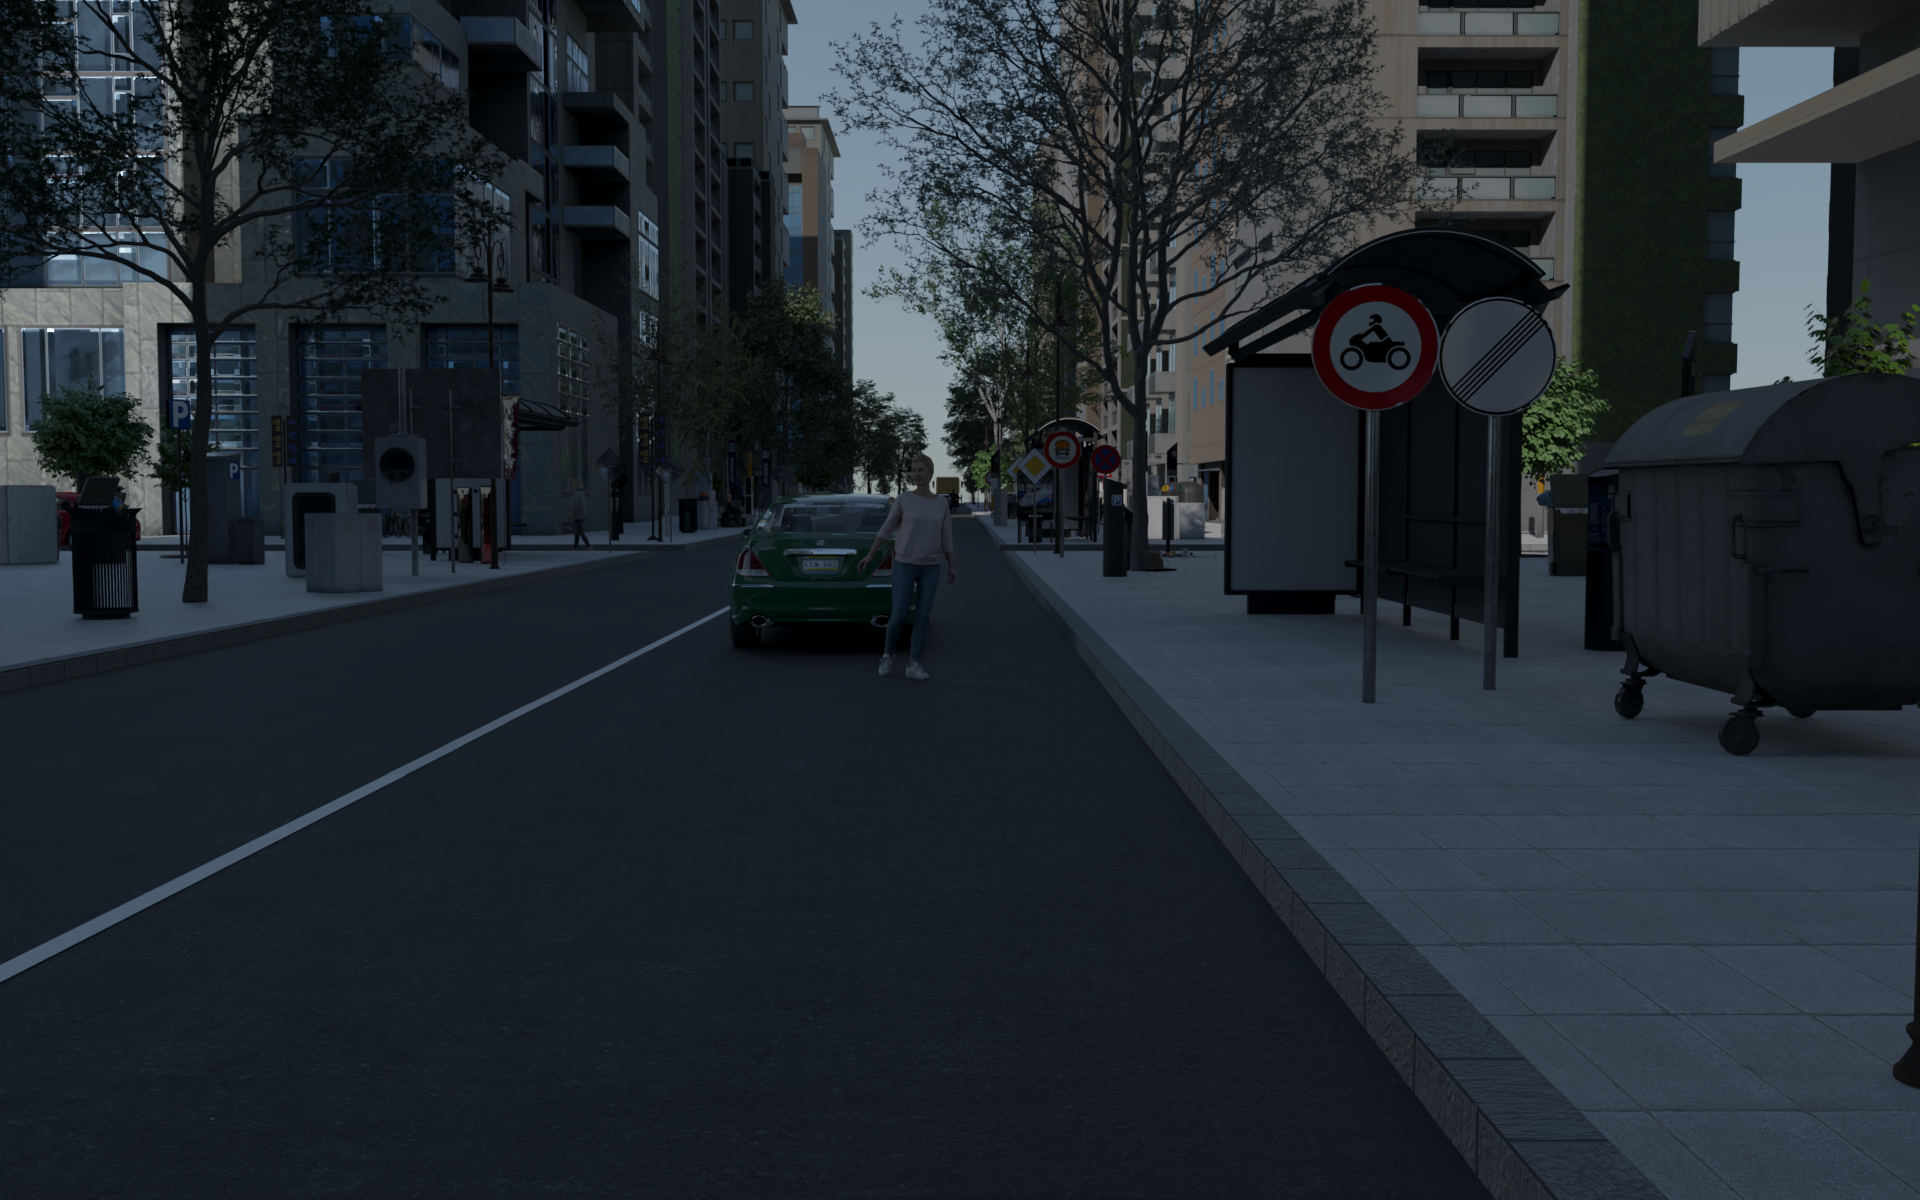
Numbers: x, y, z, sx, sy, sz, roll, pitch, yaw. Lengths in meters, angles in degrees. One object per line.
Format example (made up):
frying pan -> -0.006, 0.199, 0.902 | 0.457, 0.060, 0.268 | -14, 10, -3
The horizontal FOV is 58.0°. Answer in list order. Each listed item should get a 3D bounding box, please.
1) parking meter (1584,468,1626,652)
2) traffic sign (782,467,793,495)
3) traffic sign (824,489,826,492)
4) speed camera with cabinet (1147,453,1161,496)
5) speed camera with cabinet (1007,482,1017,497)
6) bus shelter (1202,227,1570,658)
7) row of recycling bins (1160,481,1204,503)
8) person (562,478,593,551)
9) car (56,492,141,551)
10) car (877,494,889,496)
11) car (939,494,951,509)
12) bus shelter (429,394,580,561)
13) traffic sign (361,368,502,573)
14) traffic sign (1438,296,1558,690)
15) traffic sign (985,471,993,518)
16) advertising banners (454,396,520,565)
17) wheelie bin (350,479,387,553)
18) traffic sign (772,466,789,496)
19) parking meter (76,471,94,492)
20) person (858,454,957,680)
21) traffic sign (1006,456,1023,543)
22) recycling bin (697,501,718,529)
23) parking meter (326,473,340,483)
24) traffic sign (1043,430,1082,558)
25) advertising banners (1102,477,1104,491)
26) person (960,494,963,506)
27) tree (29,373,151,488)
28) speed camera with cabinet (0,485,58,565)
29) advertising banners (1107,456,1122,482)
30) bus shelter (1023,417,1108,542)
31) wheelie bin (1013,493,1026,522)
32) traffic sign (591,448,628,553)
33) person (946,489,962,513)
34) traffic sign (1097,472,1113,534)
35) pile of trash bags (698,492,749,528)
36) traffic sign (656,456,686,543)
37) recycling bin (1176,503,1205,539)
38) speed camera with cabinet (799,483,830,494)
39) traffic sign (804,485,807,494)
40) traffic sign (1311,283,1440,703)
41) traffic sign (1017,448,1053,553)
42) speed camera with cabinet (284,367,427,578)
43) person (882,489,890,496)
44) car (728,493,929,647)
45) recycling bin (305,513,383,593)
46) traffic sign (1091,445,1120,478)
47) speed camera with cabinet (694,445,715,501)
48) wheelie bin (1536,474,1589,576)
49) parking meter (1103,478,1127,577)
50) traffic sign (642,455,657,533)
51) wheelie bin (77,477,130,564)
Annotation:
parking meter -> 5.347, -0.357, 14.243 | 0.372, 1.533, 0.369 | 0, 3, 0
traffic sign -> -8.276, -5.012, 82.049 | 0.768, 2.556, 0.104 | 0, 4, 2
traffic sign -> -9.358, -7.337, 120.058 | 0.768, 2.556, 0.104 | 0, 4, 5
speed camera with cabinet -> 9.813, -5.546, 85.010 | 2.038, 3.252, 0.660 | -3, 4, -36
speed camera with cabinet -> 3.543, -7.409, 115.466 | 0.660, 3.252, 2.038 | 3, 5, 45
bus shelter -> 3.606, -1.345, 15.920 | 2.014, 3.302, 5.546 | 0, 3, 0
row of recycling bins -> 7.341, -3.053, 57.024 | 1.069, 1.692, 3.534 | 0, 4, -4
person -> -8.933, -1.945, 40.489 | 0.728, 1.800, 0.709 | 1, 4, 11
car -> -22.062, -1.983, 41.464 | 4.494, 1.783, 2.155 | 0, 4, 0
car -> -5.446, -6.398, 116.412 | 2.131, 1.459, 4.920 | 0, 4, 0
car -> -1.609, -9.581, 168.653 | 2.014, 1.417, 4.499 | 0, 4, 1
bus shelter -> -9.416, -2.552, 35.651 | 2.014, 3.302, 5.546 | 0, 4, 0
traffic sign -> -8.576, -2.095, 28.122 | 2.265, 3.308, 0.079 | 0, 4, 1
traffic sign -> 3.475, -0.684, 11.290 | 0.768, 2.556, 0.104 | 0, 4, 1
traffic sign -> 1.732, -5.716, 93.558 | 0.768, 2.556, 0.104 | 0, 4, 5
advertising banners -> -8.633, -2.166, 31.610 | 2.074, 3.025, 0.090 | 3, 5, 41
wheelie bin -> -12.778, -1.793, 37.218 | 0.980, 1.594, 0.693 | -1, 4, -14
traffic sign -> -8.028, -4.727, 77.385 | 0.768, 2.556, 0.104 | 0, 4, 6
parking meter -> -22.548, -2.385, 44.701 | 0.399, 1.863, 0.255 | -3, 5, -45
person -> -0.455, -0.264, 13.493 | 0.731, 1.740, 0.598 | -2, 4, -27
traffic sign -> 1.599, -2.558, 45.473 | 0.795, 2.450, 0.064 | 0, 3, 0
recycling bin -> -9.330, -3.095, 63.160 | 0.722, 1.027, 0.722 | 3, 4, 37
parking meter -> -17.122, -2.545, 47.327 | 0.255, 1.863, 0.399 | -3, 5, -43
traffic sign -> 2.053, -2.121, 34.791 | 0.768, 2.556, 0.104 | 0, 4, 2
advertising banners -> 8.786, -7.104, 112.339 | 2.074, 3.025, 0.090 | -1, 4, -22
person -> 0.104, -12.364, 213.875 | 0.599, 1.433, 0.991 | -1, 4, -18
tree -> -23.605, -3.877, 47.097 | 4.285, 4.588, 4.351 | 0, 3, 0
speed camera with cabinet -> -17.373, -2.249, 31.104 | 0.660, 3.252, 2.038 | 2, 4, 30
advertising banners -> 7.224, -5.172, 80.749 | 0.090, 3.025, 2.074 | -1, 4, -11
bus shelter -> 2.876, -3.334, 48.427 | 2.014, 3.302, 5.546 | 0, 3, 0
wheelie bin -> 2.920, -4.342, 78.902 | 0.980, 1.594, 0.693 | 0, 4, 8
traffic sign -> -7.579, -2.070, 37.489 | 0.795, 2.450, 0.064 | 0, 3, 0
person -> -0.502, -7.518, 131.449 | 1.348, 1.821, 0.705 | 0, 4, -1
traffic sign -> 4.425, -3.380, 55.259 | 0.884, 2.594, 0.081 | 0, 4, 4
pile of trash bags -> -9.313, -3.454, 66.233 | 1.912, 1.369, 3.447 | 0, 4, 8
traffic sign -> -7.596, -2.559, 45.474 | 0.795, 2.450, 0.064 | 0, 3, 0
recycling bin -> 6.567, -2.250, 49.347 | 0.722, 1.027, 0.722 | 0, 4, -2
speed camera with cabinet -> -9.479, -7.247, 112.829 | 2.038, 3.252, 0.660 | -2, 4, -32
traffic sign -> -9.852, -6.771, 110.811 | 0.768, 2.556, 0.104 | 0, 4, 8
traffic sign -> 2.515, -0.640, 10.572 | 0.768, 2.556, 0.104 | 0, 4, 5
traffic sign -> 1.615, -2.070, 37.488 | 0.795, 2.450, 0.064 | 0, 3, 0
speed camera with cabinet -> -9.367, -1.988, 26.843 | 2.038, 3.252, 0.660 | 0, 4, -6
person -> -5.728, -7.573, 132.458 | 1.348, 1.807, 0.705 | -1, 4, -19
car -> -1.233, -0.356, 17.625 | 2.131, 1.459, 4.920 | 0, 3, 0
recycling bin -> -8.111, -0.627, 22.803 | 0.722, 1.027, 0.722 | 3, 4, 37
traffic sign -> 3.752, -2.727, 44.696 | 0.768, 2.556, 0.104 | 0, 4, 7
speed camera with cabinet -> -10.401, -4.666, 70.620 | 0.660, 3.252, 2.038 | 0, 4, 0
wheelie bin -> 9.551, -1.181, 27.218 | 0.980, 1.594, 0.693 | 1, 4, 8
parking meter -> 2.409, -1.130, 26.880 | 0.372, 1.533, 0.369 | 0, 3, 0
traffic sign -> -10.087, -3.474, 56.912 | 0.768, 2.556, 0.104 | 0, 4, 5
wheelie bin -> -15.823, -1.473, 31.988 | 0.980, 1.594, 0.693 | 0, 4, 7
